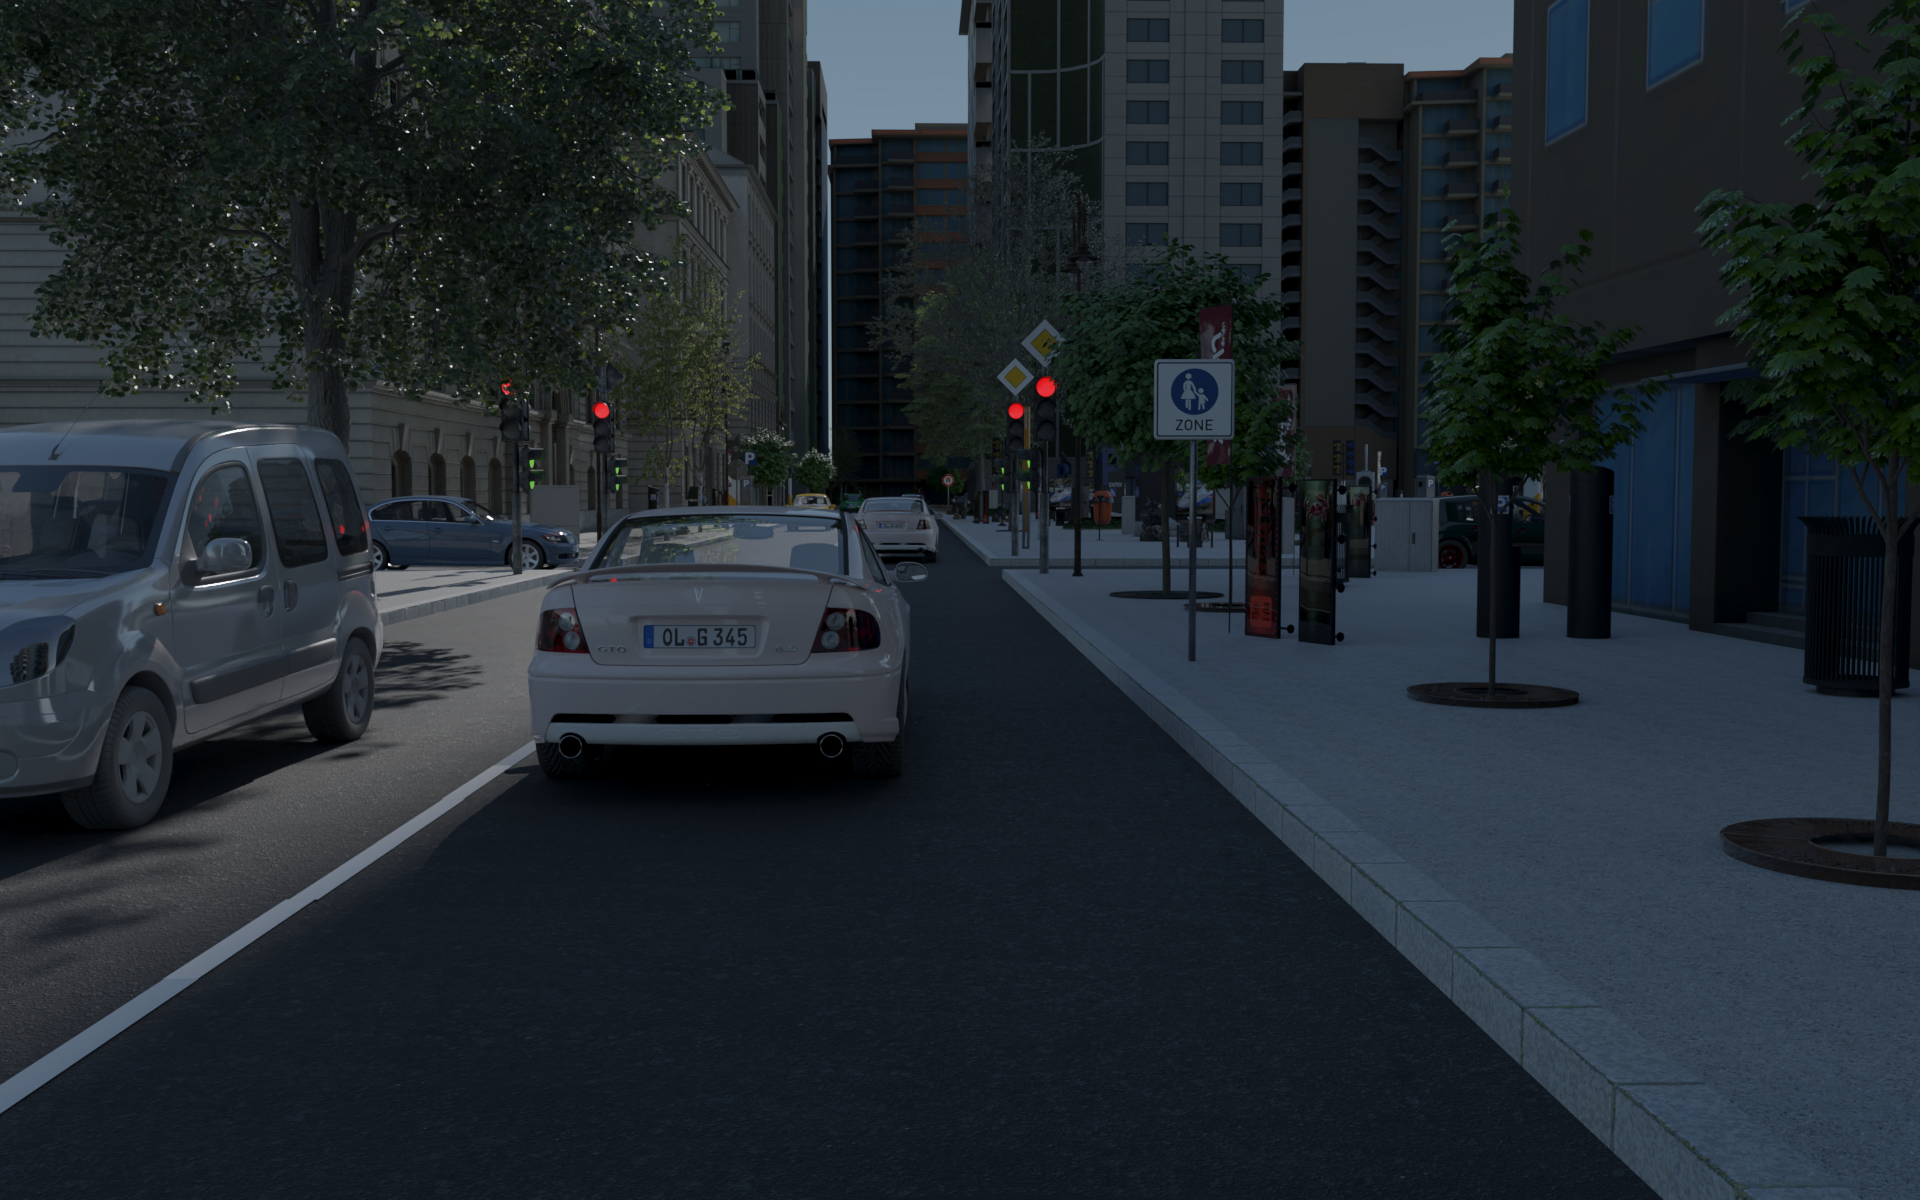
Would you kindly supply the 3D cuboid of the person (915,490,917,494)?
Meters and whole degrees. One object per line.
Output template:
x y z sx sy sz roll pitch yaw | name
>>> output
-4.491 -10.415 178.802 0.705 1.822 1.348 -1 4 -19 | person

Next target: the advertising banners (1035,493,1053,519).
4.050 -5.627 88.193 2.074 3.025 0.090 3 5 43 | advertising banners

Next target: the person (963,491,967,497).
0.635 -11.154 190.865 0.705 1.824 1.348 3 5 44 | person

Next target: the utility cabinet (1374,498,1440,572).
7.419 -1.079 28.801 1.020 1.237 0.306 3 4 39 | utility cabinet

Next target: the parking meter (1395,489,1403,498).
22.796 -4.988 89.965 0.372 1.533 0.369 0 3 0 | parking meter

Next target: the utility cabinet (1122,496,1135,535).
5.651 -2.676 54.911 1.020 1.237 0.306 1 4 23 | utility cabinet

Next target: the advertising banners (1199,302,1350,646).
2.725 -1.176 15.418 0.090 3.025 2.074 -2 4 -27 | advertising banners

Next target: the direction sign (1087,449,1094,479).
6.827 -5.860 87.807 0.876 3.537 0.379 -1 4 -20 | direction sign

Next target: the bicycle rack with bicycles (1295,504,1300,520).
18.274 -4.548 87.737 2.925 0.926 2.852 -2 4 -27 | bicycle rack with bicycles

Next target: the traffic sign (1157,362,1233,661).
1.781 -0.679 13.238 0.606 2.300 0.079 0 4 2 | traffic sign

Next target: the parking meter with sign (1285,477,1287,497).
12.372 -4.517 70.110 1.738 3.016 0.543 1 4 23 | parking meter with sign

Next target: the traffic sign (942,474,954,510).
-0.752 -6.803 111.327 0.768 2.556 0.104 0 4 4 | traffic sign

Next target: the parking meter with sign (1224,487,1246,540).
7.976 -3.194 48.489 0.543 3.016 1.738 -1 4 -20 | parking meter with sign

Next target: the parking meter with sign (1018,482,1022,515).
3.680 -6.807 107.553 0.543 3.016 1.738 -2 4 -32 | parking meter with sign

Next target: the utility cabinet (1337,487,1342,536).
10.995 -2.620 51.513 0.318 1.500 1.173 -1 4 -10 | utility cabinet

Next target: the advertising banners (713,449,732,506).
-9.131 -4.319 66.804 0.090 3.025 2.074 1 4 12 | advertising banners

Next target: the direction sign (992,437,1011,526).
1.697 -4.732 69.370 0.876 3.537 0.379 2 4 26 | direction sign

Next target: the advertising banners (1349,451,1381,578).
5.636 -1.886 27.019 0.090 3.025 2.074 -3 5 -40 | advertising banners

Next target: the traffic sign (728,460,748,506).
-8.215 -3.900 63.867 0.768 2.556 0.104 0 4 1 | traffic sign

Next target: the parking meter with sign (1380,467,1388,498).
26.950 -6.982 110.417 0.543 3.016 1.738 1 4 14 | parking meter with sign

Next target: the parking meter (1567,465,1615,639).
5.625 -0.431 15.450 0.372 1.533 0.369 0 3 0 | parking meter

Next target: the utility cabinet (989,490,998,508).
1.655 -5.820 103.834 1.173 1.500 0.318 0 4 -7 | utility cabinet

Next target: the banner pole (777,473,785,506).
-9.705 -6.339 93.657 0.401 3.779 0.863 2 4 33 | banner pole

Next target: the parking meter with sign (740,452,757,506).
-8.670 -4.540 70.493 0.543 3.016 1.738 0 4 2 | parking meter with sign

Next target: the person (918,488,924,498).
-2.632 -6.377 112.784 0.705 1.822 1.348 2 4 31 | person

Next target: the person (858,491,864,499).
-8.756 -8.617 150.120 1.217 1.736 0.721 3 5 40 | person

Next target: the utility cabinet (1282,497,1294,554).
6.907 -1.616 37.583 0.306 1.237 1.020 -1 4 -16 | utility cabinet

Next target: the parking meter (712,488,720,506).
-10.727 -4.147 76.208 0.372 1.533 0.369 0 3 0 | parking meter

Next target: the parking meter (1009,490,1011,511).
2.658 -4.865 87.946 0.372 1.533 0.369 0 3 0 | parking meter

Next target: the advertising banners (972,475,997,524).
1.102 -4.796 74.595 0.090 3.025 2.074 -2 4 -31 | advertising banners

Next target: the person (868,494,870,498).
-9.353 -10.112 177.087 0.557 1.426 1.065 2 4 23 | person

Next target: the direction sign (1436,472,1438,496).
28.163 -6.741 102.214 0.379 3.537 0.876 0 4 7 | direction sign

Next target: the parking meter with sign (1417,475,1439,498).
18.612 -4.459 69.162 0.543 3.016 1.738 -1 4 -20 | parking meter with sign

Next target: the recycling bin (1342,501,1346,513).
14.798 -3.272 66.044 0.722 1.027 0.722 0 4 -3 | recycling bin

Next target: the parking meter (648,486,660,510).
-9.248 -2.691 52.416 0.372 1.533 0.369 0 3 0 | parking meter

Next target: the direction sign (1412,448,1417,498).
22.594 -5.757 86.118 0.379 3.537 0.876 0 4 2 | direction sign

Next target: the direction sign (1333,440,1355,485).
16.113 -4.943 72.817 0.876 3.537 0.379 1 4 17 | direction sign

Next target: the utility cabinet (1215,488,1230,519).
10.280 -3.653 68.409 1.173 1.500 0.318 3 4 36 | utility cabinet

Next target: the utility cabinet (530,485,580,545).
-10.116 -2.113 43.224 1.173 1.500 0.318 -1 4 -22 | utility cabinet

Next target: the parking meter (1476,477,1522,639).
4.824 -0.433 15.489 0.372 1.533 0.369 0 3 0 | parking meter

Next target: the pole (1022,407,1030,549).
1.551 -2.858 40.577 0.158 3.312 0.155 0 3 0 | pole
